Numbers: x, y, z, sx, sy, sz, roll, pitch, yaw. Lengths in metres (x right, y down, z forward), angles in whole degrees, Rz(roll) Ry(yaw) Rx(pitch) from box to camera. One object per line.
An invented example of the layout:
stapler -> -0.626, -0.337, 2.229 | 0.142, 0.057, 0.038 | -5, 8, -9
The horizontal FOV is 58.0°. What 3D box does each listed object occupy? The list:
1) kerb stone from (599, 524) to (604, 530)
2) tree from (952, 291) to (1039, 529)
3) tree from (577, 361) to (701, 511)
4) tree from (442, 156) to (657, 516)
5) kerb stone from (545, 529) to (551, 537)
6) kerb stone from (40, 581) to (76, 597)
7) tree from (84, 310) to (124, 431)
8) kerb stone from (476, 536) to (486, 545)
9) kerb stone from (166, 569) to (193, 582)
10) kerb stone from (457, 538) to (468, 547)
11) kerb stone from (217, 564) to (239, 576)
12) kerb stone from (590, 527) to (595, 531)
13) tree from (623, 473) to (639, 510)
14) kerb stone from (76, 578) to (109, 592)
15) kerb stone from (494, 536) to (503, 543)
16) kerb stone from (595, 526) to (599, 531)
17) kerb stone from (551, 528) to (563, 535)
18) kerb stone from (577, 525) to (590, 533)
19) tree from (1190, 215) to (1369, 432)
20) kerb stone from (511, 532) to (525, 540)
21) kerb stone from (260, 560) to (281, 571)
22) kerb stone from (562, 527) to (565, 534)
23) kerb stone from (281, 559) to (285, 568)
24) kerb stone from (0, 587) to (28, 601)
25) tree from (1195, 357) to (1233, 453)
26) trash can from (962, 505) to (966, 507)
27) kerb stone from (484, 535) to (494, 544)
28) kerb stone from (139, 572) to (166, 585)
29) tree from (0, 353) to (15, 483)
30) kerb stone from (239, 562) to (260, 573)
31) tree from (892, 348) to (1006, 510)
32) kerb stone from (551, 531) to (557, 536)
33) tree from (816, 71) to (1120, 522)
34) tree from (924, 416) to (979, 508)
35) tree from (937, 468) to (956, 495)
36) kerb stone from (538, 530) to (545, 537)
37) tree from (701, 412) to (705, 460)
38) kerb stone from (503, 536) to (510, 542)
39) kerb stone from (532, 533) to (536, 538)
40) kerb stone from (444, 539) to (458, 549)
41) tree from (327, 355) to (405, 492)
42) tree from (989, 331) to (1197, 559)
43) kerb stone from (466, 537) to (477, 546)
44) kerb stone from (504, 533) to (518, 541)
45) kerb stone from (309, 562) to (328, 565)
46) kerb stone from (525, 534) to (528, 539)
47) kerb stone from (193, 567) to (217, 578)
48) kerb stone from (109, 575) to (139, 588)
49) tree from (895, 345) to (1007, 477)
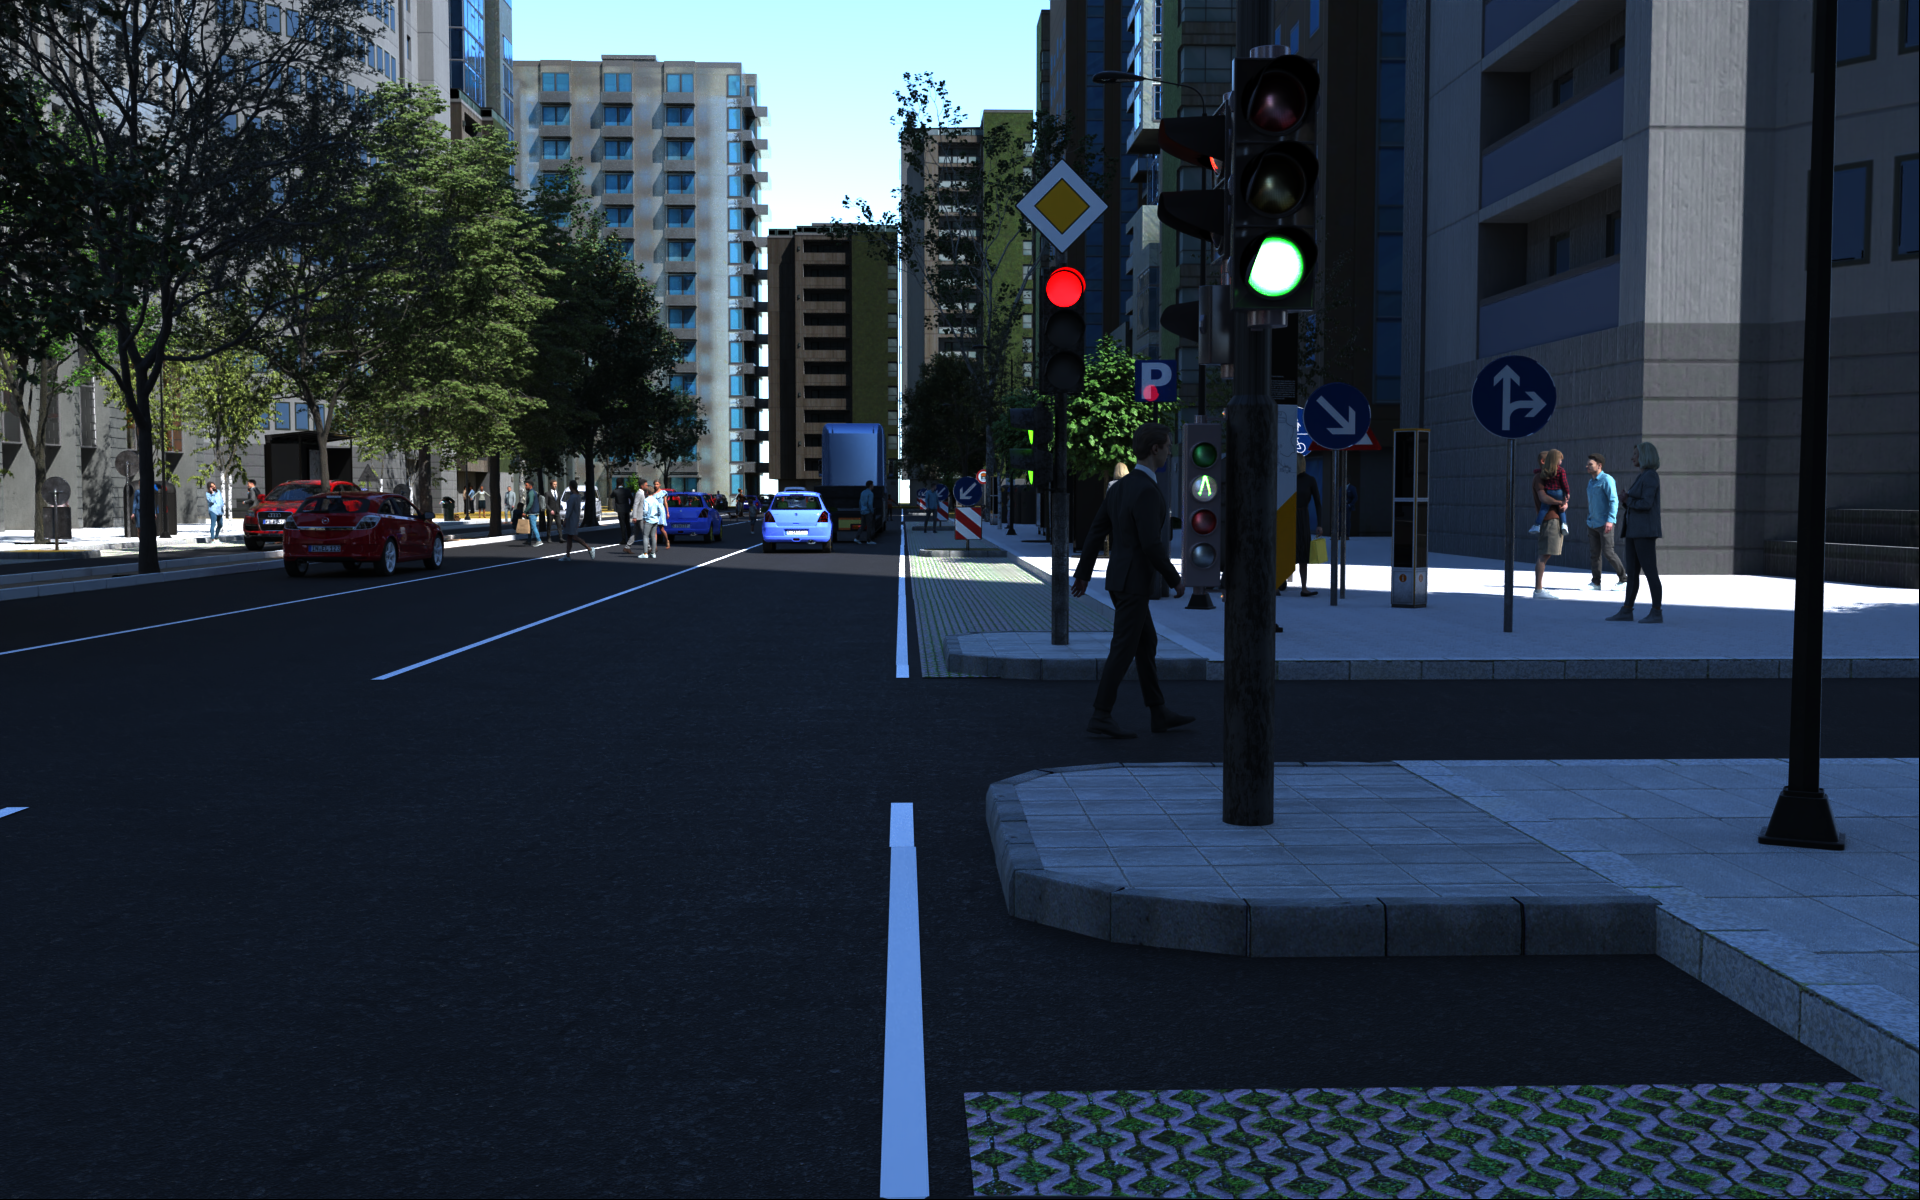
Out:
kerb stone -> -14.374, -2.844, 68.694 | 0.120, 0.150, 1.000 | 0, 4, -2
tree -> 1.530, -6.864, 62.586 | 4.360, 8.622, 3.978 | 0, 3, 0
tree -> -26.675, -12.601, 131.777 | 9.928, 11.665, 9.643 | 0, 3, 0
tree -> -23.868, -14.757, 97.169 | 12.611, 20.169, 13.585 | 0, 3, 0
kerb stone -> -14.036, -2.217, 58.453 | 0.120, 0.150, 1.000 | 0, 4, -2
kerb stone -> -12.915, -0.150, 24.645 | 0.120, 0.150, 1.000 | 0, 4, -2
tree -> -29.433, -6.874, 62.746 | 4.737, 8.622, 4.395 | 0, 3, 0
kerb stone -> -13.733, -1.654, 49.246 | 0.120, 0.150, 1.000 | 0, 4, -2
kerb stone -> -13.046, -0.395, 28.744 | 0.120, 0.150, 1.000 | 0, 4, -2
kerb stone -> -13.661, -1.529, 47.199 | 0.120, 0.150, 1.000 | 0, 4, -2
kerb stone -> -13.117, -0.521, 30.804 | 0.120, 0.150, 1.000 | 0, 4, -2
kerb stone -> -14.306, -2.719, 66.651 | 0.120, 0.150, 1.000 | 0, 4, -2
tree -> -26.757, -9.055, 142.656 | 1.663, 3.219, 1.824 | 0, 3, 0
kerb stone -> -12.946, -0.210, 25.667 | 0.120, 0.150, 1.000 | 0, 4, -2
kerb stone -> -13.799, -1.779, 51.290 | 0.120, 0.150, 1.000 | 0, 4, -2
kerb stone -> -14.345, -2.781, 67.673 | 0.120, 0.150, 1.000 | 0, 4, -2
kerb stone -> -14.103, -2.343, 60.503 | 0.120, 0.150, 1.000 | 0, 4, -2
kerb stone -> -14.274, -2.654, 65.627 | 0.120, 0.150, 1.000 | 0, 4, -2
tree -> 7.167, -5.514, 40.517 | 4.360, 8.622, 3.978 | 0, 3, 0
kerb stone -> -13.903, -1.967, 54.356 | 0.120, 0.150, 1.000 | 0, 4, -2
kerb stone -> -13.181, -0.651, 32.865 | 0.120, 0.150, 1.000 | 0, 4, -2
kerb stone -> -14.146, -2.404, 61.525 | 0.120, 0.150, 1.000 | 0, 4, -2
kerb stone -> -13.226, -0.715, 33.887 | 0.120, 0.150, 1.000 | 0, 4, -2
kerb stone -> -12.886, -0.087, 23.611 | 0.120, 0.150, 1.000 | 0, 4, -2
tree -> 11.401, -7.356, 70.638 | 4.737, 8.622, 4.395 | 0, 3, 0
trash can -> 0.403, -4.638, 87.492 | 0.748, 1.137, 0.748 | 0, 3, 0
kerb stone -> -13.765, -1.717, 50.268 | 0.120, 0.150, 1.000 | 0, 4, -2
kerb stone -> -13.018, -0.337, 27.713 | 0.120, 0.150, 1.000 | 0, 4, -2
tree -> -29.070, -6.094, 50.005 | 4.737, 8.622, 4.395 | 0, 3, 0
kerb stone -> -13.160, -0.588, 31.843 | 0.120, 0.150, 1.000 | 0, 4, -2
tree -> -1.018, -13.404, 136.163 | 9.611, 12.733, 9.660 | 0, 3, 0
kerb stone -> -14.074, -2.280, 59.474 | 0.120, 0.150, 1.000 | 0, 4, -2
tree -> -0.010, -13.673, 79.448 | 12.611, 20.169, 13.585 | 0, 3, 0
tree -> -1.125, -14.926, 162.166 | 7.486, 12.596, 7.792 | 0, 3, 0
tree -> -0.925, -8.216, 128.931 | 1.663, 3.219, 1.824 | 0, 3, 0
kerb stone -> -14.007, -2.155, 57.431 | 0.120, 0.150, 1.000 | 0, 4, -2
tree -> -28.014, -14.628, 164.918 | 9.928, 11.665, 9.643 | 0, 3, 0
kerb stone -> -13.833, -1.842, 52.312 | 0.120, 0.150, 1.000 | 0, 4, -2
kerb stone -> -13.975, -2.089, 56.408 | 0.120, 0.150, 1.000 | 0, 4, -2
kerb stone -> -13.631, -1.467, 46.176 | 0.120, 0.150, 1.000 | 0, 4, -2
tree -> -28.158, -8.134, 83.349 | 4.737, 8.622, 4.395 | 0, 3, 0
tree -> 3.054, -3.135, 34.978 | 4.285, 4.588, 4.351 | 0, 3, 0
kerb stone -> -13.693, -1.592, 48.224 | 0.120, 0.150, 1.000 | 0, 4, -2
kerb stone -> -13.870, -1.904, 53.334 | 0.120, 0.150, 1.000 | 0, 4, -2
kerb stone -> -13.292, -0.838, 35.930 | 0.120, 0.150, 1.000 | 0, 4, -2
kerb stone -> -13.938, -2.029, 55.379 | 0.120, 0.150, 1.000 | 0, 4, -2
kerb stone -> -13.087, -0.460, 29.782 | 0.120, 0.150, 1.000 | 0, 4, -2
kerb stone -> -12.978, -0.271, 26.689 | 0.120, 0.150, 1.000 | 0, 4, -2
tree -> 0.189, -10.629, 108.195 | 7.601, 10.594, 8.767 | 2, 4, 30
